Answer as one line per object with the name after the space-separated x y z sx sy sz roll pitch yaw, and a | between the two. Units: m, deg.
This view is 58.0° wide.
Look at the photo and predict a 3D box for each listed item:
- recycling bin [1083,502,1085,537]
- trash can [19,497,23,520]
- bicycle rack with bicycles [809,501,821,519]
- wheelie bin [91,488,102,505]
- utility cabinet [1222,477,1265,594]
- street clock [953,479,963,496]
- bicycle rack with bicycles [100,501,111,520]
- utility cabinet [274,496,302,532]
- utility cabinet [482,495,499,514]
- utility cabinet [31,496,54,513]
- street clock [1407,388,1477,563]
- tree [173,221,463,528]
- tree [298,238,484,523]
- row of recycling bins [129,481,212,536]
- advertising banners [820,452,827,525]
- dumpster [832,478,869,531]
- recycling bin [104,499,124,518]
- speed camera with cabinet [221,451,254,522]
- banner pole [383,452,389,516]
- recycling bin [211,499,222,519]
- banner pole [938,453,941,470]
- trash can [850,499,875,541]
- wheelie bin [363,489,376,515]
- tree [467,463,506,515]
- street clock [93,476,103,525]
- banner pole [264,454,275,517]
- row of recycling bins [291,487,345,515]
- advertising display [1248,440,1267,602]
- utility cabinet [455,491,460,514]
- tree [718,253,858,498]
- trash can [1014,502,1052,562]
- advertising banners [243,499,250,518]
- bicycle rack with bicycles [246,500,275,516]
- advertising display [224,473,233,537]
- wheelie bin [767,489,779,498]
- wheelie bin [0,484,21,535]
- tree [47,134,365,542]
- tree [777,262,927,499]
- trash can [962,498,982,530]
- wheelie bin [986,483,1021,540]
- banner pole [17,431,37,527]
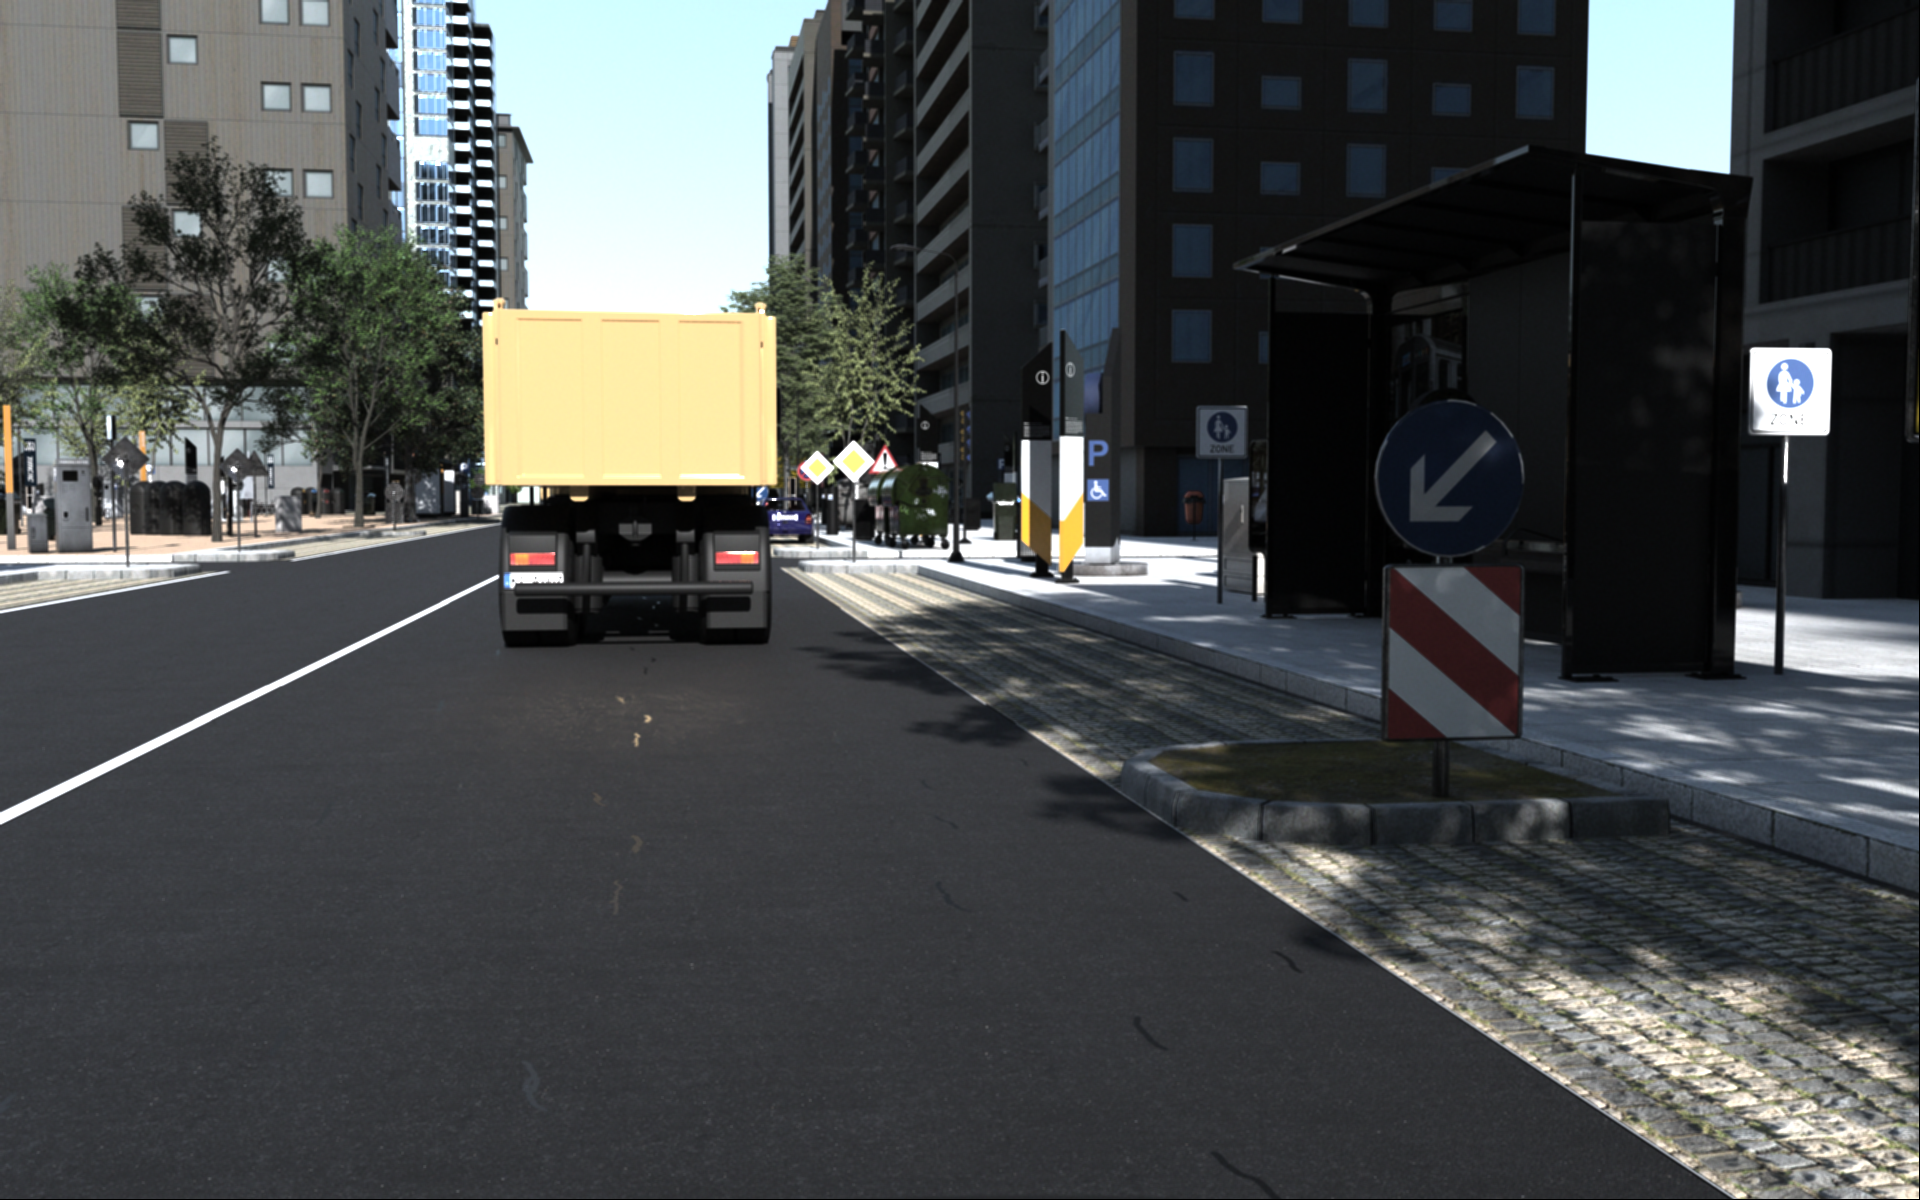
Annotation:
3.938 -2.438 52.418 0.722 1.027 0.722 -1 4 -10 | recycling bin
-47.030 -4.563 86.257 0.748 1.137 0.748 0 3 0 | trash can
-7.028 -5.354 100.919 2.925 0.926 2.852 -1 4 -11 | bicycle rack with bicycles
-47.634 -5.331 95.072 0.693 1.594 0.980 2 4 26 | wheelie bin
3.744 -0.841 22.435 0.318 1.500 1.173 -1 4 -13 | utility cabinet
-0.091 -4.784 82.793 0.358 2.002 0.471 3 5 42 | street clock
-43.611 -4.413 85.530 2.852 0.926 2.925 -3 5 -44 | bicycle rack with bicycles
-22.609 -2.883 58.298 0.306 1.237 1.020 1 4 17 | utility cabinet
-30.443 -6.179 112.183 1.020 1.237 0.306 -2 4 -33 | utility cabinet
-32.736 -3.109 61.997 1.020 1.237 0.306 1 4 23 | utility cabinet
3.324 -0.452 11.959 0.471 2.002 0.358 0 4 -1 | street clock
-22.939 -8.575 65.962 9.928 11.665 9.643 0 3 0 | tree
-24.831 -9.852 78.086 9.611 12.733 9.660 0 3 0 | tree
-24.842 -2.893 54.410 3.534 1.692 1.069 2 4 32 | row of recycling bins
-5.441 -4.646 72.146 0.090 3.025 2.074 -2 4 -28 | advertising banners
-3.816 -3.338 60.333 1.264 1.857 1.865 -1 4 -10 | dumpster
-45.159 -4.885 92.418 0.722 1.027 0.722 0 4 3 | recycling bin
-33.237 -5.220 79.685 2.038 3.252 0.660 3 4 38 | speed camera with cabinet
-33.998 -6.893 102.720 0.401 3.779 0.863 -3 4 -37 | banner pole
-39.252 -4.806 91.127 0.722 1.027 0.722 0 4 6 | recycling bin
-1.410 -6.300 93.022 0.863 3.779 0.401 -1 4 -15 | banner pole
-2.659 -2.224 48.011 0.748 1.137 0.748 0 3 0 | trash can
-35.736 -5.916 104.634 0.980 1.594 0.693 1 4 9 | wheelie bin
-29.657 -6.907 107.535 1.663 3.219 1.824 0 3 0 | tree
-35.445 -4.077 71.228 0.358 2.002 0.471 0 4 -5 | street clock
-38.444 -6.503 96.333 0.863 3.779 0.401 2 4 24 | banner pole
-39.974 -6.155 107.744 1.069 1.692 3.534 3 4 37 | row of recycling bins
3.734 -0.924 20.319 0.123 1.923 0.974 -2 4 -28 | advertising display
-32.171 -6.203 110.090 1.173 1.500 0.318 2 4 28 | utility cabinet
-8.381 -10.007 81.746 7.486 12.596 7.792 0 3 0 | tree
1.384 -1.299 32.894 0.748 1.137 0.748 0 3 0 | trash can
-39.137 -6.058 95.228 0.090 3.025 2.074 0 4 -7 | advertising banners
-41.627 -5.480 102.986 2.852 0.926 2.925 3 5 41 | bicycle rack with bicycles
-22.214 -2.900 52.626 0.123 1.923 0.974 -2 4 -30 | advertising display
-10.129 -5.163 92.324 0.980 1.594 0.693 -3 4 -37 | wheelie bin
-30.059 -2.852 54.546 0.693 1.594 0.980 0 4 -5 | wheelie bin
-19.923 -6.816 45.856 8.767 10.594 7.601 -1 4 -10 | tree
-3.251 -6.444 55.714 4.737 8.622 4.395 0 3 0 | tree
0.429 -3.050 61.517 0.748 1.137 0.748 0 3 0 | trash can
1.210 -2.461 48.142 0.980 1.594 0.693 0 4 -6 | wheelie bin
-36.996 -4.809 68.643 0.401 3.779 0.863 3 4 39 | banner pole
